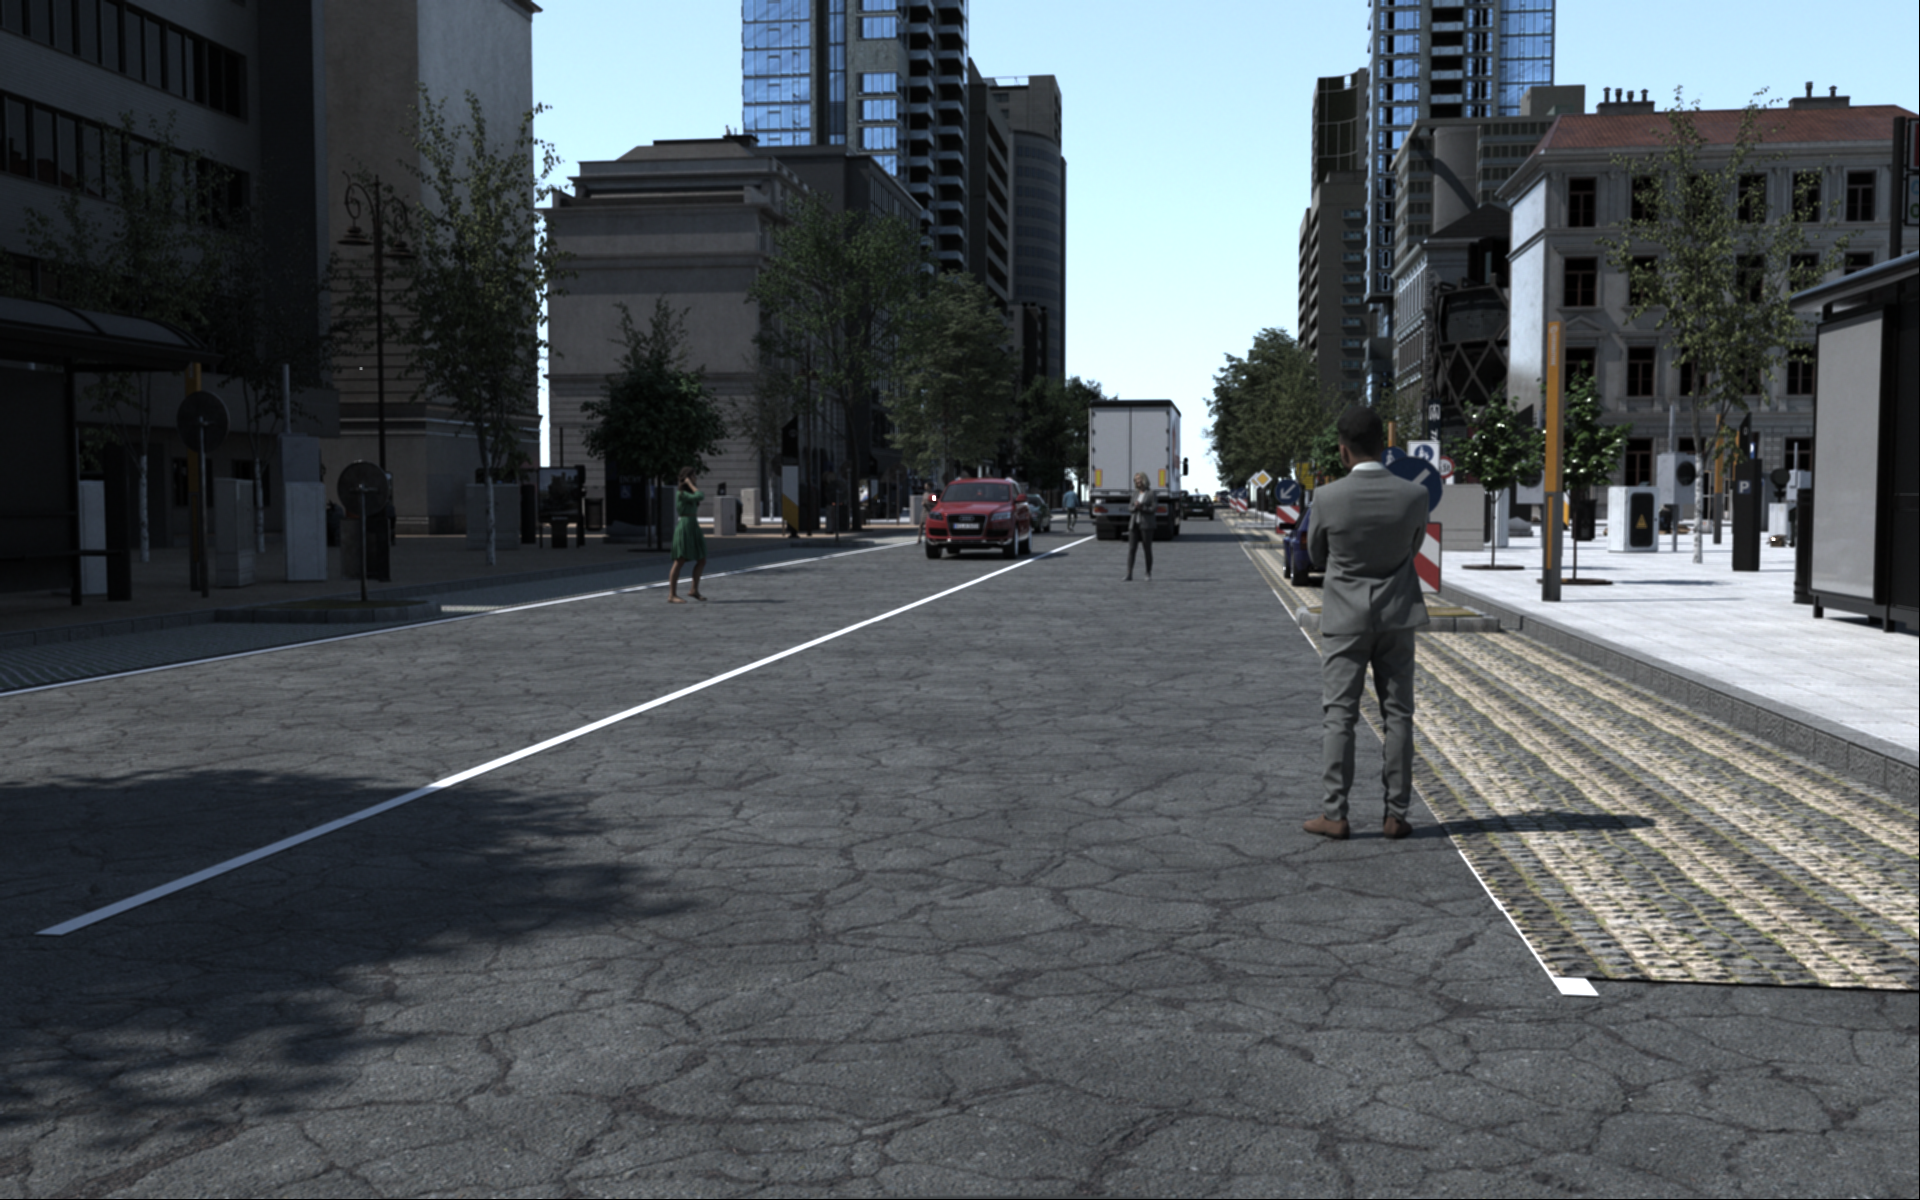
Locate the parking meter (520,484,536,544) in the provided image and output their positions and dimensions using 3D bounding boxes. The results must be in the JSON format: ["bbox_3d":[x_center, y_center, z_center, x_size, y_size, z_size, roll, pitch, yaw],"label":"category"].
[{"bbox_3d":[-11.180,-2.228,44.831,0.372,1.533,0.369,0,3,0],"label":"parking meter"}]

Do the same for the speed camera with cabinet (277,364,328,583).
[{"bbox_3d":[-9.829,-1.929,25.882,0.660,3.252,2.038,-1,4,-22],"label":"speed camera with cabinet"}]

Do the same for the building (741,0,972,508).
[{"bbox_3d":[-9.914,-52.477,170.671,22.319,86.520,31.000,0,4,8],"label":"building"}]

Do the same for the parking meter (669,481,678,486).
[{"bbox_3d":[-8.150,-2.652,49.075,0.255,1.863,0.399,1,4,12],"label":"parking meter"}]

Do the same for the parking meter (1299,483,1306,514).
[{"bbox_3d":[17.785,-5.173,90.296,0.255,1.863,0.399,-3,5,-40],"label":"parking meter"}]

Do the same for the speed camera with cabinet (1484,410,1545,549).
[{"bbox_3d":[12.989,-2.863,41.143,2.038,3.252,0.660,3,5,41],"label":"speed camera with cabinet"}]

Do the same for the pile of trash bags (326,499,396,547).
[{"bbox_3d":[-14.903,-2.016,42.717,1.912,1.369,3.447,-1,4,-18],"label":"pile of trash bags"}]

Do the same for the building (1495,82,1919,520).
[{"bbox_3d":[39.690,-15.555,90.477,21.152,22.565,11.583,0,4,8],"label":"building"}]

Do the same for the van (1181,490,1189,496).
[{"bbox_3d":[22.691,-10.394,176.957,2.013,2.044,4.112,1,4,10],"label":"van"}]

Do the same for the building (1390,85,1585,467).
[{"bbox_3d":[55.667,-29.208,169.427,32.217,40.220,23.993,0,4,8],"label":"building"}]

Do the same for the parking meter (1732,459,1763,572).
[{"bbox_3d":[13.064,-1.410,28.770,0.255,1.863,0.399,-3,4,-38],"label":"parking meter"}]

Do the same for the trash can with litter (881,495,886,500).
[{"bbox_3d":[-7.758,-8.384,148.143,2.233,1.210,1.678,-3,4,-37],"label":"trash can with litter"}]

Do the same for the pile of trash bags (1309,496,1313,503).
[{"bbox_3d":[28.389,-7.893,138.805,1.912,1.369,3.447,2,4,33],"label":"pile of trash bags"}]

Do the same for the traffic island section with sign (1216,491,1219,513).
[{"bbox_3d":[19.989,-7.254,127.226,1.989,1.847,2.006,0,4,8],"label":"traffic island section with sign"}]

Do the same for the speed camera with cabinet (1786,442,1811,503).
[{"bbox_3d":[32.398,-4.370,65.793,0.660,3.252,2.038,-1,4,-18],"label":"speed camera with cabinet"}]

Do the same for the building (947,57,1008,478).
[{"bbox_3d":[-6.257,-35.115,197.826,21.300,48.544,21.600,0,4,8],"label":"building"}]

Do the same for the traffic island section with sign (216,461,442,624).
[{"bbox_3d":[-7.135,-0.694,19.981,1.989,1.847,2.006,0,4,8],"label":"traffic island section with sign"}]

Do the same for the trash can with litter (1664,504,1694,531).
[{"bbox_3d":[25.422,-3.046,60.867,2.233,1.210,1.678,0,4,-7],"label":"trash can with litter"}]

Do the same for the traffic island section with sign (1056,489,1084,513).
[{"bbox_3d":[8.227,-7.355,128.889,1.989,1.847,2.006,0,4,8],"label":"traffic island section with sign"}]

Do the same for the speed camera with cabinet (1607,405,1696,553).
[{"bbox_3d":[15.302,-2.684,38.227,2.038,3.252,0.660,-1,4,-22],"label":"speed camera with cabinet"}]

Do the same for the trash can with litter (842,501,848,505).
[{"bbox_3d":[-6.983,-5.410,99.843,1.055,1.170,0.624,3,4,37],"label":"trash can with litter"}]

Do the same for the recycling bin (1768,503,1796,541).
[{"bbox_3d":[22.883,-2.160,47.869,0.722,1.027,0.722,-1,4,-13],"label":"recycling bin"}]

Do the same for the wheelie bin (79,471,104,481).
[{"bbox_3d":[-12.221,-0.998,24.225,0.980,1.594,0.693,-2,4,-26],"label":"wheelie bin"}]

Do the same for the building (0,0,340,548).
[{"bbox_3d":[-25.831,-13.104,33.320,14.314,24.678,30.058,0,4,8],"label":"building"}]

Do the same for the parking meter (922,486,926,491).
[{"bbox_3d":[-2.702,-7.627,130.411,0.255,1.863,0.399,-1,4,-18],"label":"parking meter"}]

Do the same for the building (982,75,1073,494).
[{"bbox_3d":[9.239,-52.793,301.409,20.563,71.187,20.611,0,4,8],"label":"building"}]

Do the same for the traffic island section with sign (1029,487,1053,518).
[{"bbox_3d":[4.425,-5.703,101.873,1.989,1.847,2.006,0,4,8],"label":"traffic island section with sign"}]

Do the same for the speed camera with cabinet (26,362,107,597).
[{"bbox_3d":[-11.456,-1.706,22.233,2.038,3.252,0.660,3,5,44],"label":"speed camera with cabinet"}]

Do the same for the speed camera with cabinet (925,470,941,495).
[{"bbox_3d":[-2.046,-8.937,140.457,0.660,3.252,2.038,2,4,32],"label":"speed camera with cabinet"}]

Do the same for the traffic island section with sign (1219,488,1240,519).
[{"bbox_3d":[16.220,-5.619,100.495,1.989,1.847,2.006,0,4,8],"label":"traffic island section with sign"}]

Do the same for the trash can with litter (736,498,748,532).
[{"bbox_3d":[-7.518,-2.902,58.828,0.624,1.170,1.055,-2,4,-33],"label":"trash can with litter"}]

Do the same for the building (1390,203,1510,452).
[{"bbox_3d":[41.215,-18.997,139.483,11.050,23.489,19.941,0,4,8],"label":"building"}]

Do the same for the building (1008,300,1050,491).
[{"bbox_3d":[5.661,-29.695,257.219,14.160,30.474,14.107,0,4,8],"label":"building"}]

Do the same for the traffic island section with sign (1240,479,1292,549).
[{"bbox_3d":[8.461,-2.254,45.486,1.989,1.847,2.006,0,4,8],"label":"traffic island section with sign"}]

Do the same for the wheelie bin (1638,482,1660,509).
[{"bbox_3d":[17.628,-2.245,44.620,0.693,1.594,0.980,0,4,2],"label":"wheelie bin"}]

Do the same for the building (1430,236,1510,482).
[{"bbox_3d":[41.468,-15.512,121.068,16.820,18.784,16.811,0,4,8],"label":"building"}]

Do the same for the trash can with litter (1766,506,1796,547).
[{"bbox_3d":[20.009,-1.856,41.732,1.055,1.170,0.624,3,5,41],"label":"trash can with litter"}]

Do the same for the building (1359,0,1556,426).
[{"bbox_3d":[54.842,-54.017,195.846,22.319,86.520,31.000,0,4,8],"label":"building"}]

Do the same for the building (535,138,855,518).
[{"bbox_3d":[-15.144,-16.114,105.260,13.314,21.916,24.055,0,4,8],"label":"building"}]

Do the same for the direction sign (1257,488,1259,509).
[{"bbox_3d":[24.832,-9.310,144.210,0.876,3.537,0.379,-3,5,-41],"label":"direction sign"}]

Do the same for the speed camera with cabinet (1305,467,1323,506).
[{"bbox_3d":[19.297,-6.197,95.659,2.038,3.252,0.660,1,4,21],"label":"speed camera with cabinet"}]

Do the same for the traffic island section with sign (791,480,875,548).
[{"bbox_3d":[-3.362,-2.327,46.672,1.989,1.847,2.006,0,4,8],"label":"traffic island section with sign"}]

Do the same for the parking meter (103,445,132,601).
[{"bbox_3d":[-10.160,-0.928,20.886,0.255,1.863,0.399,-2,4,-24],"label":"parking meter"}]

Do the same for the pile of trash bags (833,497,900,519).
[{"bbox_3d":[-4.860,-4.765,87.664,3.447,1.369,1.912,-1,4,-23],"label":"pile of trash bags"}]

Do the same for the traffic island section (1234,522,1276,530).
[{"bbox_3d":[13.338,-3.396,77.813,2.009,0.180,2.903,0,4,8],"label":"traffic island section"}]

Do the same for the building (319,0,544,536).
[{"bbox_3d":[-24.559,-12.812,58.622,18.267,20.994,9.793,0,4,8],"label":"building"}]

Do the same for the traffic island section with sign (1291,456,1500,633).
[{"bbox_3d":[4.683,-0.622,18.796,1.989,1.847,2.006,0,4,8],"label":"traffic island section with sign"}]

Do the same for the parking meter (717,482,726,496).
[{"bbox_3d":[-11.736,-4.866,85.270,0.399,1.863,0.255,-1,4,-17],"label":"parking meter"}]

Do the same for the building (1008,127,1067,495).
[{"bbox_3d":[5.405,-44.999,277.728,21.231,58.520,28.212,0,4,8],"label":"building"}]

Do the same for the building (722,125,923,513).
[{"bbox_3d":[-11.560,-20.507,128.803,14.314,27.812,24.014,0,4,8],"label":"building"}]

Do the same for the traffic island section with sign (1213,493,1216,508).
[{"bbox_3d":[27.004,-10.291,176.893,1.989,1.847,2.006,0,4,8],"label":"traffic island section with sign"}]

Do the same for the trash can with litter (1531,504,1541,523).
[{"bbox_3d":[25.498,-3.943,75.856,1.055,1.170,0.624,-1,4,-15],"label":"trash can with litter"}]
